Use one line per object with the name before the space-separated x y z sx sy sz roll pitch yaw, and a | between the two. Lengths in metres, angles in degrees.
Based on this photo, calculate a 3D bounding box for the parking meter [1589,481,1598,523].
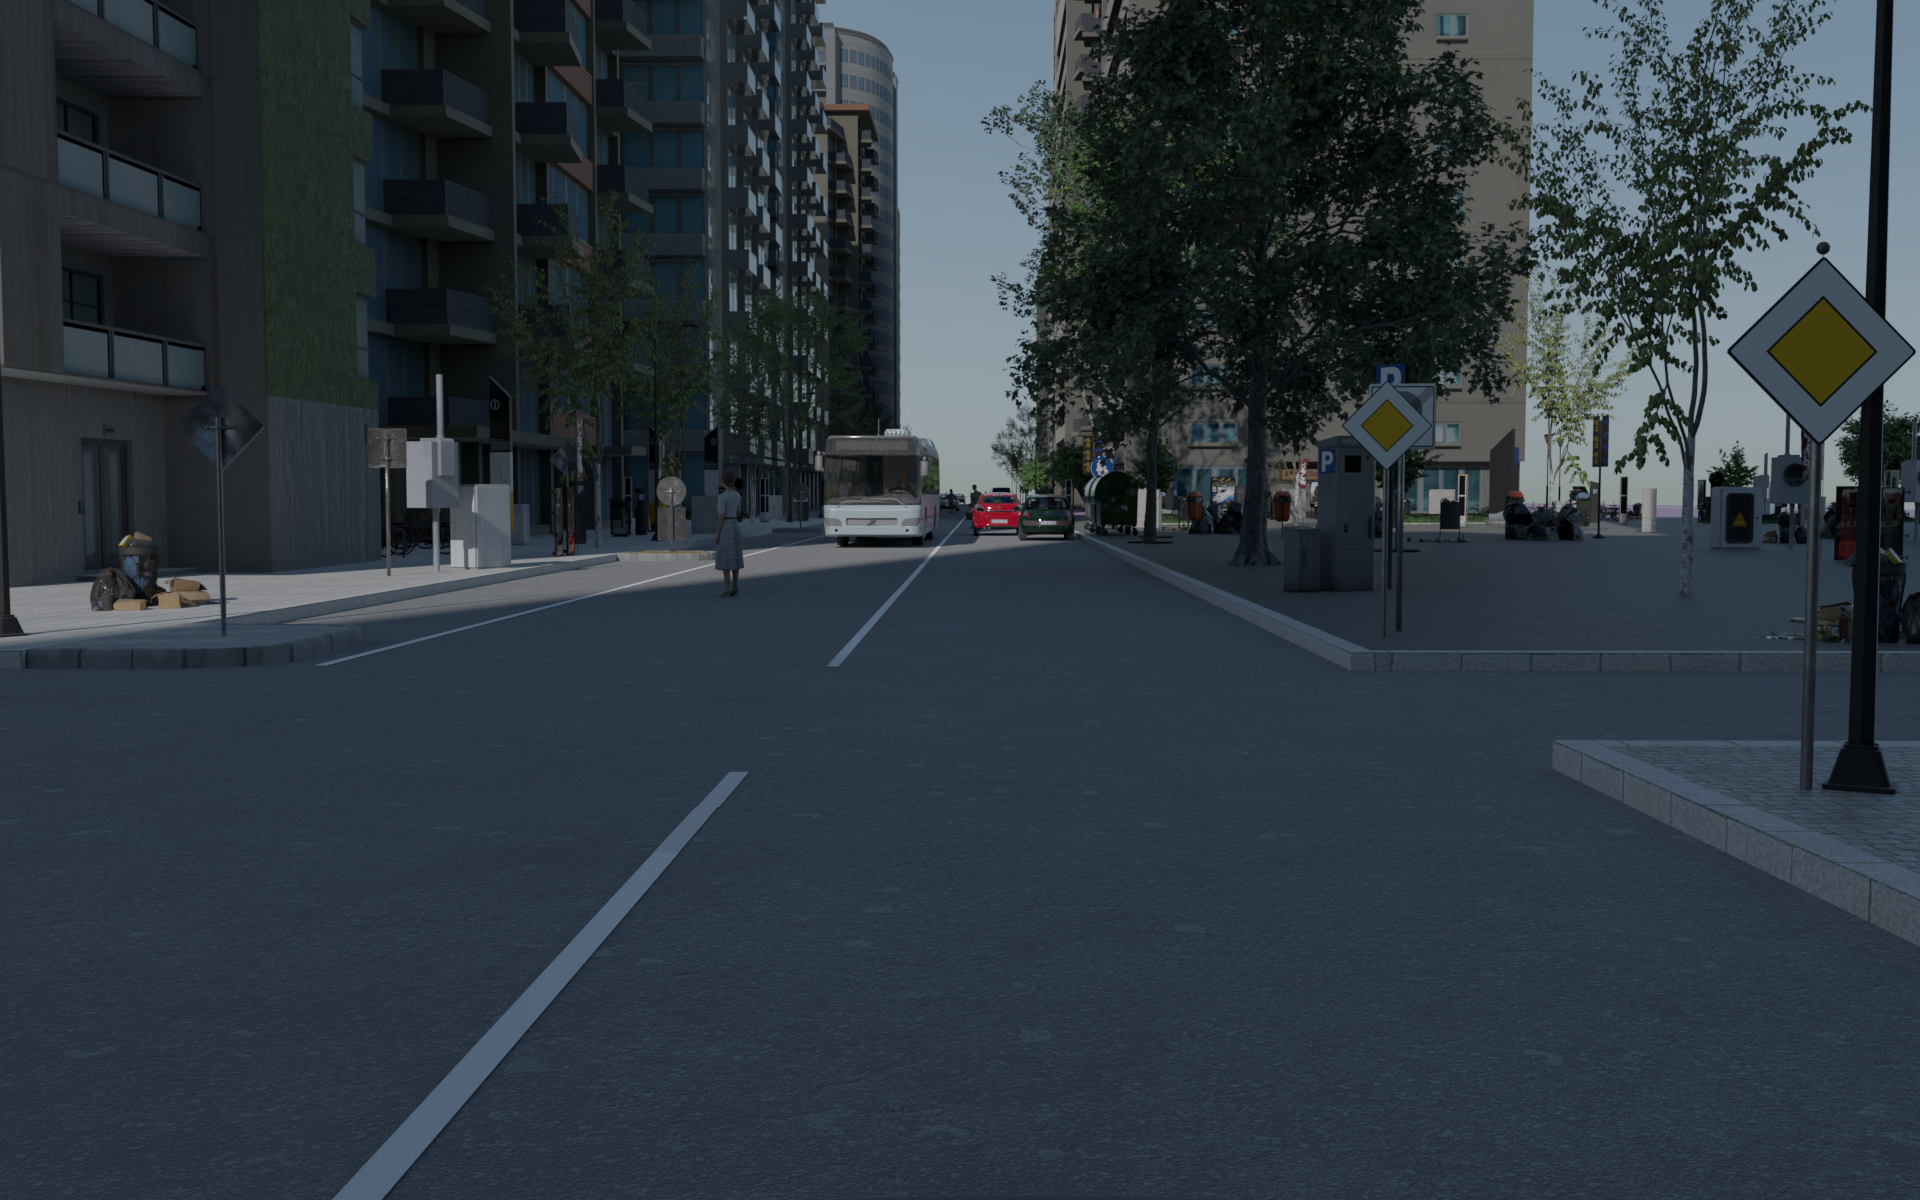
parking meter | 28.178 -4.355 76.913 0.399 1.863 0.255 0 4 5

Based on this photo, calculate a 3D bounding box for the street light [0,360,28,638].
street light | -8.084 -2.624 15.447 1.470 5.913 1.316 0 4 1

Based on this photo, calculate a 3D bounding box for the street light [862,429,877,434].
street light | -6.482 -9.286 124.371 1.470 5.913 1.316 0 4 1

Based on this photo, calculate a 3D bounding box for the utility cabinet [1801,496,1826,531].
utility cabinet | 29.247 -2.948 59.354 1.020 1.237 0.306 -2 4 -32

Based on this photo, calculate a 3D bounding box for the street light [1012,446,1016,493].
street light | 5.782 -11.899 167.087 1.470 5.913 1.316 0 4 1

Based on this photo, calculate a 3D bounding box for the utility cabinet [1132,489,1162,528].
utility cabinet | 6.996 -3.458 65.209 1.173 1.500 0.318 2 4 30

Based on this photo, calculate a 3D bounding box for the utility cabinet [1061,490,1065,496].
utility cabinet | 5.362 -4.900 88.786 0.318 1.500 1.173 0 4 -3

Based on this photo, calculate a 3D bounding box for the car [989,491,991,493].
car | 4.507 -13.282 225.835 2.281 1.827 5.304 0 4 1

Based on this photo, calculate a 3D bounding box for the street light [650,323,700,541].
street light | -7.747 -4.565 47.171 1.470 5.913 1.316 0 4 1

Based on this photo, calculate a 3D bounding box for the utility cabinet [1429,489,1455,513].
utility cabinet | 23.068 -4.541 82.921 1.173 1.500 0.318 3 4 37

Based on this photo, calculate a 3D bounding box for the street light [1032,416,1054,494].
street light | 4.987 -7.983 103.055 1.470 5.913 1.316 0 4 1

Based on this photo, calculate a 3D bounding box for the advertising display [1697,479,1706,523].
advertising display | 32.832 -4.371 76.687 0.123 1.923 0.974 1 4 9

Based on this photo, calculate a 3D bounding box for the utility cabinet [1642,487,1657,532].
utility cabinet | 23.045 -3.008 57.858 0.318 1.500 1.173 2 4 29

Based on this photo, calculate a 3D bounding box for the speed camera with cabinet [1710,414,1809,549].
speed camera with cabinet | 18.772 -2.831 40.624 2.038 3.252 0.660 0 4 2

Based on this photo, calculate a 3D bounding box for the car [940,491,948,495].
car | -1.534 -9.383 163.003 1.945 1.707 3.694 0 4 3

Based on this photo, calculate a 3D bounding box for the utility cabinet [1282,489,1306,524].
utility cabinet | 14.232 -3.981 73.771 1.173 1.500 0.318 -3 4 -37

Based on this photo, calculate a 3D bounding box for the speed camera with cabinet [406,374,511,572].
speed camera with cabinet | -8.513 -2.148 29.453 0.660 3.252 2.038 1 4 23

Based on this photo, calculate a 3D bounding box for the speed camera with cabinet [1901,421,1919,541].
speed camera with cabinet | 25.285 -3.204 46.721 2.038 3.252 0.660 -1 4 -14

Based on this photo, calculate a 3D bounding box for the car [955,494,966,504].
car | -0.113 -14.596 247.683 2.155 1.783 4.494 0 4 1

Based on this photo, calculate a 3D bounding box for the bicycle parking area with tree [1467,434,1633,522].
bicycle parking area with tree | 29.068 -6.009 85.242 9.016 4.147 8.231 3 4 38

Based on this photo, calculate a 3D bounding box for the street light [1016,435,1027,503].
street light | 5.356 -9.959 135.364 1.470 5.913 1.316 0 4 1

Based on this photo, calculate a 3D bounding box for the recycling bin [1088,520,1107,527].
recycling bin | 5.451 -3.430 68.632 0.722 1.027 0.722 0 4 -2

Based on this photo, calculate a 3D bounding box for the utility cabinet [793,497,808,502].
utility cabinet | -8.032 -4.653 87.233 0.306 1.237 1.020 -2 4 -35

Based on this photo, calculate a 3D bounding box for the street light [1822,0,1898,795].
street light | 3.392 -2.132 7.403 1.470 5.913 1.316 0 4 1

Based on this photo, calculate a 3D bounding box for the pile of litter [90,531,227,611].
pile of litter | -9.132 -0.353 19.744 1.176 0.858 1.719 3 4 36

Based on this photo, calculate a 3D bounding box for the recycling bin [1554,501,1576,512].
recycling bin | 22.450 -3.172 64.417 0.722 1.027 0.722 0 4 2

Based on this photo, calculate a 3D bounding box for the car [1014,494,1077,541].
car | 2.699 -2.735 54.498 2.009 1.686 4.222 0 4 1

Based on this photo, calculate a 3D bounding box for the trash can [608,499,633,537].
trash can | -10.161 -2.459 51.858 0.748 1.137 0.748 0 3 0

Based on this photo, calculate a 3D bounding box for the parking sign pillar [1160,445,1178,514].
parking sign pillar | 10.515 -6.145 88.935 1.447 3.967 1.447 3 4 37

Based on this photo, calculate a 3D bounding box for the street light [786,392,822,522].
street light | -7.229 -6.505 78.892 1.470 5.913 1.316 0 4 1

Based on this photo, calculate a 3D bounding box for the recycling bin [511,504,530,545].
recycling bin | -11.241 -1.896 43.553 0.722 1.027 0.722 0 4 -4

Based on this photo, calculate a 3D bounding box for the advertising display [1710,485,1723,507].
advertising display | 38.409 -5.037 87.563 0.974 1.923 0.123 0 4 -7

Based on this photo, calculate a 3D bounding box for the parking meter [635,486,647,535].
parking meter | -9.963 -2.794 54.095 0.372 1.533 0.369 0 3 0

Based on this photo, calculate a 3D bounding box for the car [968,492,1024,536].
car | 1.344 -3.168 60.834 2.155 1.783 4.494 0 4 0

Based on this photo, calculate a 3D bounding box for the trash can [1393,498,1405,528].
trash can | 16.520 -3.305 65.691 0.748 1.137 0.748 0 3 0

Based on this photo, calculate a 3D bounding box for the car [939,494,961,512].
car | -0.982 -8.044 143.311 2.131 1.459 4.920 0 4 2

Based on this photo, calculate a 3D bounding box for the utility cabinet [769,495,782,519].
utility cabinet | -9.640 -4.794 89.550 1.020 1.237 0.306 3 5 42

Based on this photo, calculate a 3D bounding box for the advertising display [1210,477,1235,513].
advertising display | 9.681 -3.585 63.835 0.974 1.923 0.123 -1 4 -19

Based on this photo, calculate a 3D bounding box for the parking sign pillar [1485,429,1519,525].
parking sign pillar | 22.625 -5.108 71.994 1.447 3.967 1.447 -2 4 -26

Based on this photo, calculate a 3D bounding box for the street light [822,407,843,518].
street light | -6.923 -7.346 92.649 1.470 5.913 1.316 0 4 1

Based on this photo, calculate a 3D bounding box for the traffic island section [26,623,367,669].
traffic island section | -6.681 0.404 15.670 2.009 0.180 2.903 0 4 1

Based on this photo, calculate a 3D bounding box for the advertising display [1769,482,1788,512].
advertising display | 42.311 -5.163 89.632 0.974 1.923 0.123 1 4 9

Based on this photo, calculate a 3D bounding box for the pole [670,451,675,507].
pole | -13.654 -5.409 82.285 0.158 3.312 0.155 0 3 0

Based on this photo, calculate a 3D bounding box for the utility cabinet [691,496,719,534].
utility cabinet | -8.216 -2.763 56.344 1.020 1.237 0.306 0 4 -1

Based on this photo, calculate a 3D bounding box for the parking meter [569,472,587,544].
parking meter | -9.806 -2.369 44.451 0.255 1.863 0.399 3 5 39

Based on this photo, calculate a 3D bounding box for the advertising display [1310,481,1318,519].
advertising display | 18.137 -5.050 87.783 0.123 1.923 0.974 -2 4 -34
